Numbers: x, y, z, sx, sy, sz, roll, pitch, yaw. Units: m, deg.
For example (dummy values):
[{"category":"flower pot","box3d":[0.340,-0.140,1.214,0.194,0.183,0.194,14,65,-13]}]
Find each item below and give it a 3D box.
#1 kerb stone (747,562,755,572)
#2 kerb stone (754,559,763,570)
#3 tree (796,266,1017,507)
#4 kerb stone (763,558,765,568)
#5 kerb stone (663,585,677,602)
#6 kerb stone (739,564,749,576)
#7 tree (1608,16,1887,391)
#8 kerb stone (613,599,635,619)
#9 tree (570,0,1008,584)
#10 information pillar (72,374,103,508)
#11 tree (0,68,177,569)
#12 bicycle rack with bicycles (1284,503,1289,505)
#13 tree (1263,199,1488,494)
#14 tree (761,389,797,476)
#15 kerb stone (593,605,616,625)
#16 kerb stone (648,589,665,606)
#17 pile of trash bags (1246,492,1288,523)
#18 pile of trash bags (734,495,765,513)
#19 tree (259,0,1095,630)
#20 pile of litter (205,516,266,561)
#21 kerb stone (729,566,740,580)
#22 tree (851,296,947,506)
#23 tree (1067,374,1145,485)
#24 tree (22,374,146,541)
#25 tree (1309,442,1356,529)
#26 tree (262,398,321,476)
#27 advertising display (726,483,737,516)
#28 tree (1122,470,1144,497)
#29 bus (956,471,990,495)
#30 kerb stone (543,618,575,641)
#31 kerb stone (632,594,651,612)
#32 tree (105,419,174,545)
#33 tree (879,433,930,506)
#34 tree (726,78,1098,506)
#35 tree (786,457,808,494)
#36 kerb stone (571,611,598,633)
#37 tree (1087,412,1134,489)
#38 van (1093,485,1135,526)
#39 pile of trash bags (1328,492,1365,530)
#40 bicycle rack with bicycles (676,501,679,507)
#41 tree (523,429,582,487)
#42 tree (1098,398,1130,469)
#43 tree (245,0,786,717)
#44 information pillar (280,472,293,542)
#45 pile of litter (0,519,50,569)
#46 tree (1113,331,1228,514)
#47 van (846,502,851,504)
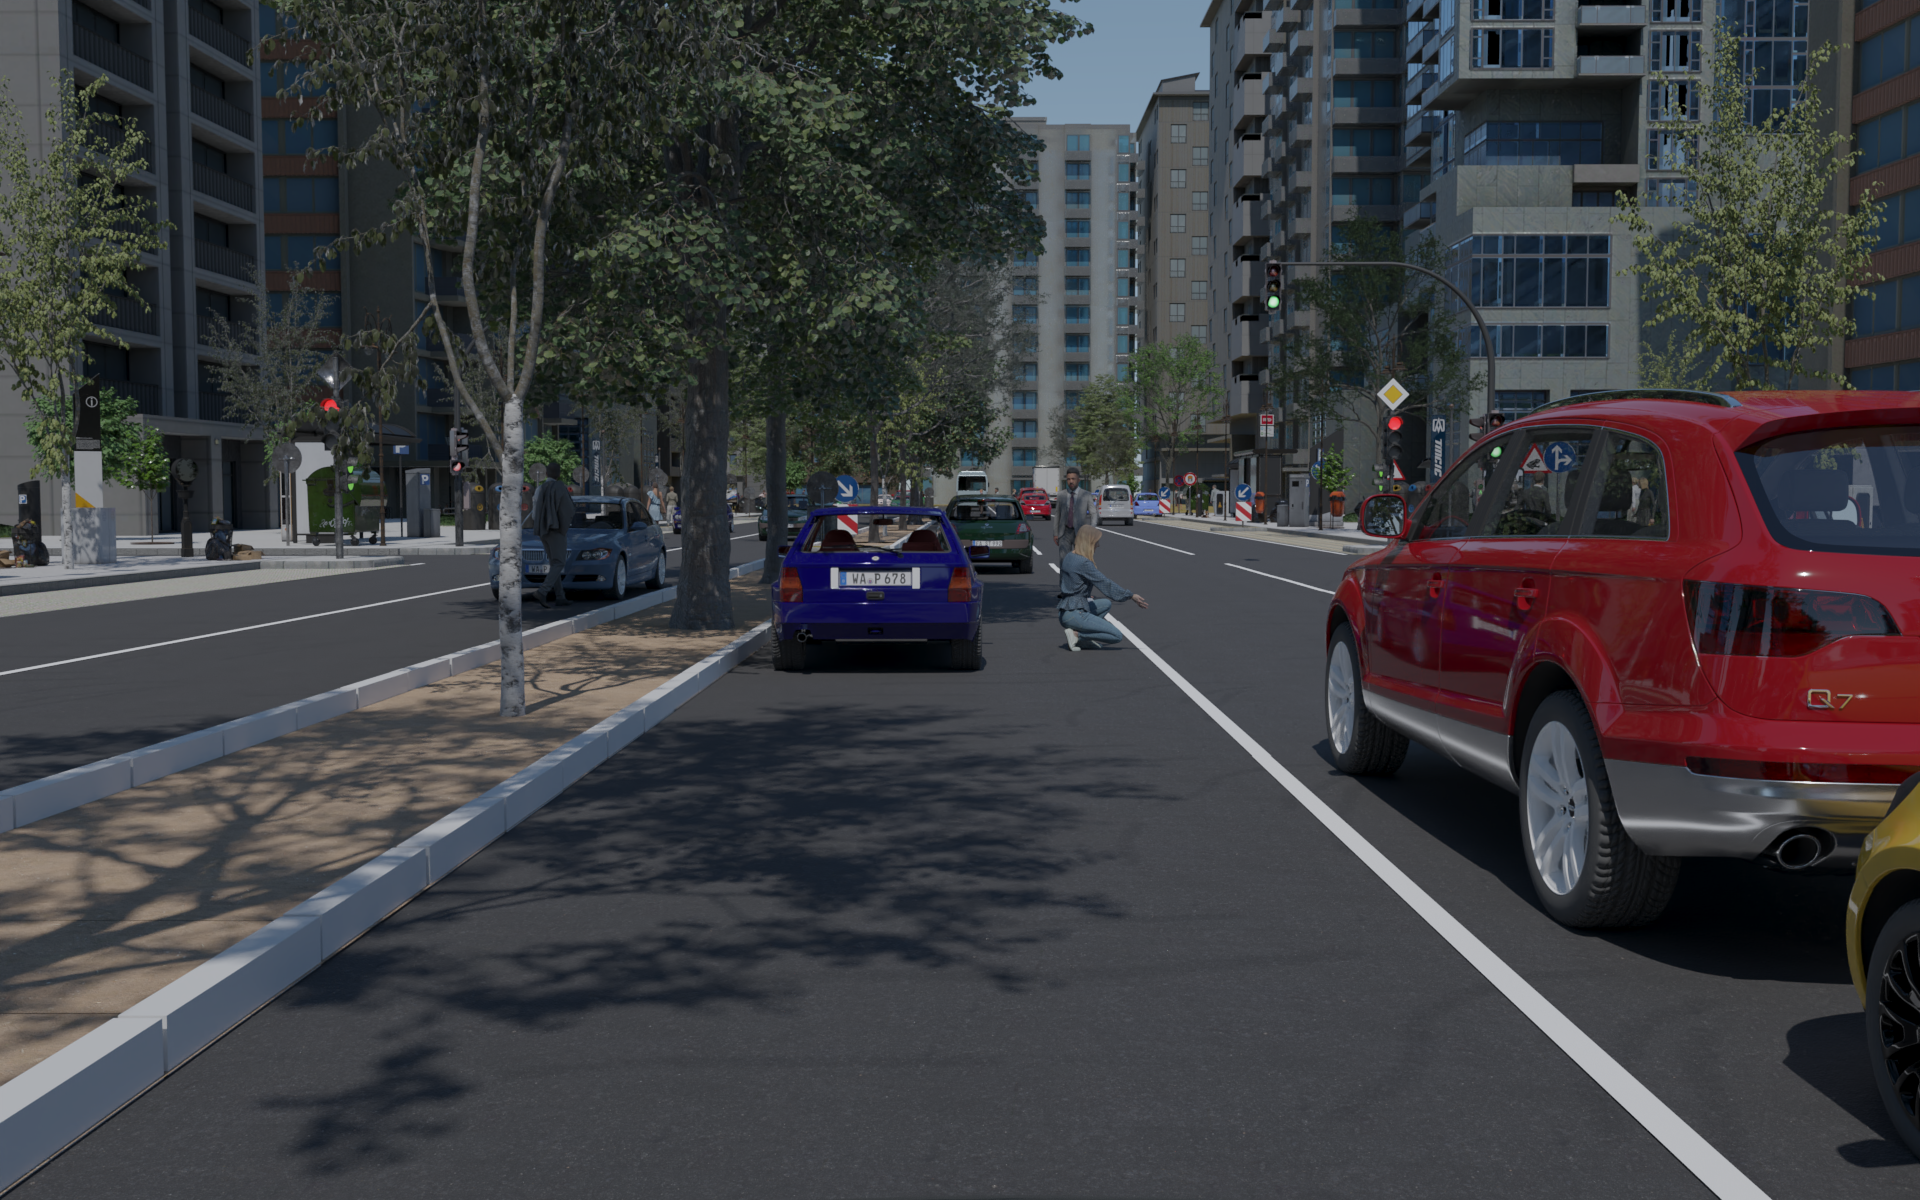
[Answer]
[{"category":"kerb stone","box3d":[-3.883,-0.566,31.446,0.120,0.150,1.000,0,4,0]},{"category":"kerb stone","box3d":[-3.870,-0.629,32.473,0.120,0.150,1.000,0,4,0]},{"category":"tree","box3d":[-2.101,-9.801,79.703,9.611,12.733,9.660,0,3,0]},{"category":"kerb stone","box3d":[-3.866,-0.691,33.497,0.120,0.150,1.000,0,4,0]},{"category":"kerb stone","box3d":[-3.952,-0.064,23.235,0.120,0.150,1.000,0,4,0]},{"category":"kerb stone","box3d":[-3.884,-0.500,30.425,0.120,0.150,1.000,0,4,0]},{"category":"tree","box3d":[12.226,-4.668,26.679,4.737,8.622,4.395,0,3,0]},{"category":"kerb stone","box3d":[-3.972,0.125,20.168,0.120,0.150,1.000,0,4,0]},{"category":"tree","box3d":[-3.028,-6.547,27.633,7.486,12.596,7.792,0,3,0]},{"category":"information pillar","box3d":[-16.914,-2.586,33.637,0.504,3.616,0.183,-3,4,-37]},{"category":"tree","box3d":[-15.401,-4.820,29.165,4.737,8.622,4.395,0,3,0]},{"category":"bicycle rack with bicycles","box3d":[14.492,-3.539,71.241,2.852,0.926,2.925,1,4,13]},{"category":"tree","box3d":[13.246,-7.404,55.468,7.601,10.594,8.767,0,4,5]},{"category":"tree","box3d":[-13.869,-15.012,162.450,9.611,12.733,9.660,0,3,0]},{"category":"kerb stone","box3d":[-3.991,0.190,19.146,0.120,0.150,1.000,0,4,0]},{"category":"kerb stone","box3d":[-3.970,-0.001,22.213,0.120,0.150,1.000,0,4,0]},{"category":"pile of trash bags","box3d":[13.711,-4.137,77.386,1.912,1.369,3.447,1,4,21]},{"category":"pile of trash bags","box3d":[-14.754,-6.516,116.282,3.447,1.369,1.912,0,4,-6]},{"category":"tree","box3d":[-2.755,-6.669,18.148,9.857,13.997,8.962,0,3,0]},{"category":"pile of litter","box3d":[-14.239,-1.227,34.032,1.176,0.858,1.719,0,4,0]},{"category":"kerb stone","box3d":[-3.904,-0.433,29.395,0.120,0.150,1.000,0,4,0]},{"category":"tree","box3d":[-2.512,-6.458,58.400,4.737,8.622,4.395,0,3,0]},{"category":"tree","box3d":[13.504,-15.002,163.409,7.486,12.596,7.792,0,3,0]},{"category":"tree","box3d":[-24.064,-3.917,47.763,4.285,4.588,4.351,0,3,0]},{"category":"tree","box3d":[13.968,-4.279,64.556,1.663,3.219,1.824,0,3,0]},{"category":"tree","box3d":[-21.991,-4.611,59.096,4.285,4.588,4.351,0,3,0]},{"category":"advertising display","box3d":[-13.804,-6.010,103.473,0.974,1.923,0.123,-1,4,-20]},{"category":"tree","box3d":[13.490,-8.617,135.496,1.663,3.219,1.824,0,3,0]},{"category":"bus","box3d":[1.066,-9.325,147.330,2.948,3.499,13.247,0,4,1]},{"category":"kerb stone","box3d":[-4.003,0.312,17.095,0.120,0.150,1.000,0,4,0]},{"category":"kerb stone","box3d":[-3.970,0.063,21.190,0.120,0.150,1.000,0,4,0]},{"category":"tree","box3d":[-20.643,-3.039,44.287,1.663,3.219,1.824,0,3,0]},{"category":"tree","box3d":[-2.254,-8.586,93.194,4.360,8.622,3.978,0,3,0]},{"category":"tree","box3d":[-2.468,-8.377,49.793,12.009,13.543,11.850,0,3,0]},{"category":"tree","box3d":[-14.602,-10.092,148.719,4.285,4.588,4.351,0,3,0]},{"category":"kerb stone","box3d":[-3.988,0.251,18.124,0.120,0.150,1.000,0,4,0]},{"category":"tree","box3d":[13.499,-12.314,151.696,4.360,8.622,3.978,0,3,0]},{"category":"van","box3d":[7.044,-4.426,79.378,2.013,2.044,4.112,0,4,2]},{"category":"pile of trash bags","box3d":[14.663,-3.192,61.948,1.912,1.369,3.447,-3,5,-43]},{"category":"bicycle rack with bicycles","box3d":[-14.644,-5.042,95.826,2.852,0.926,2.925,0,4,-7]},{"category":"tree","box3d":[-20.762,-6.349,87.526,4.285,4.588,4.351,0,3,0]},{"category":"tree","box3d":[13.850,-17.146,190.700,12.009,13.543,11.850,0,3,0]},{"category":"tree","box3d":[-2.891,-3.566,11.117,4.360,8.622,3.978,0,3,0]},{"category":"information pillar","box3d":[-18.081,-2.578,46.638,0.304,2.012,0.304,0,4,7]},{"category":"pile of litter","box3d":[-16.671,-1.004,30.375,1.176,0.858,1.719,0,4,6]},{"category":"tree","box3d":[13.338,-11.271,110.034,9.928,11.665,9.643,0,3,0]},{"category":"van","box3d":[-8.884,-7.356,127.285,2.013,2.044,4.112,0,4,0]}]
